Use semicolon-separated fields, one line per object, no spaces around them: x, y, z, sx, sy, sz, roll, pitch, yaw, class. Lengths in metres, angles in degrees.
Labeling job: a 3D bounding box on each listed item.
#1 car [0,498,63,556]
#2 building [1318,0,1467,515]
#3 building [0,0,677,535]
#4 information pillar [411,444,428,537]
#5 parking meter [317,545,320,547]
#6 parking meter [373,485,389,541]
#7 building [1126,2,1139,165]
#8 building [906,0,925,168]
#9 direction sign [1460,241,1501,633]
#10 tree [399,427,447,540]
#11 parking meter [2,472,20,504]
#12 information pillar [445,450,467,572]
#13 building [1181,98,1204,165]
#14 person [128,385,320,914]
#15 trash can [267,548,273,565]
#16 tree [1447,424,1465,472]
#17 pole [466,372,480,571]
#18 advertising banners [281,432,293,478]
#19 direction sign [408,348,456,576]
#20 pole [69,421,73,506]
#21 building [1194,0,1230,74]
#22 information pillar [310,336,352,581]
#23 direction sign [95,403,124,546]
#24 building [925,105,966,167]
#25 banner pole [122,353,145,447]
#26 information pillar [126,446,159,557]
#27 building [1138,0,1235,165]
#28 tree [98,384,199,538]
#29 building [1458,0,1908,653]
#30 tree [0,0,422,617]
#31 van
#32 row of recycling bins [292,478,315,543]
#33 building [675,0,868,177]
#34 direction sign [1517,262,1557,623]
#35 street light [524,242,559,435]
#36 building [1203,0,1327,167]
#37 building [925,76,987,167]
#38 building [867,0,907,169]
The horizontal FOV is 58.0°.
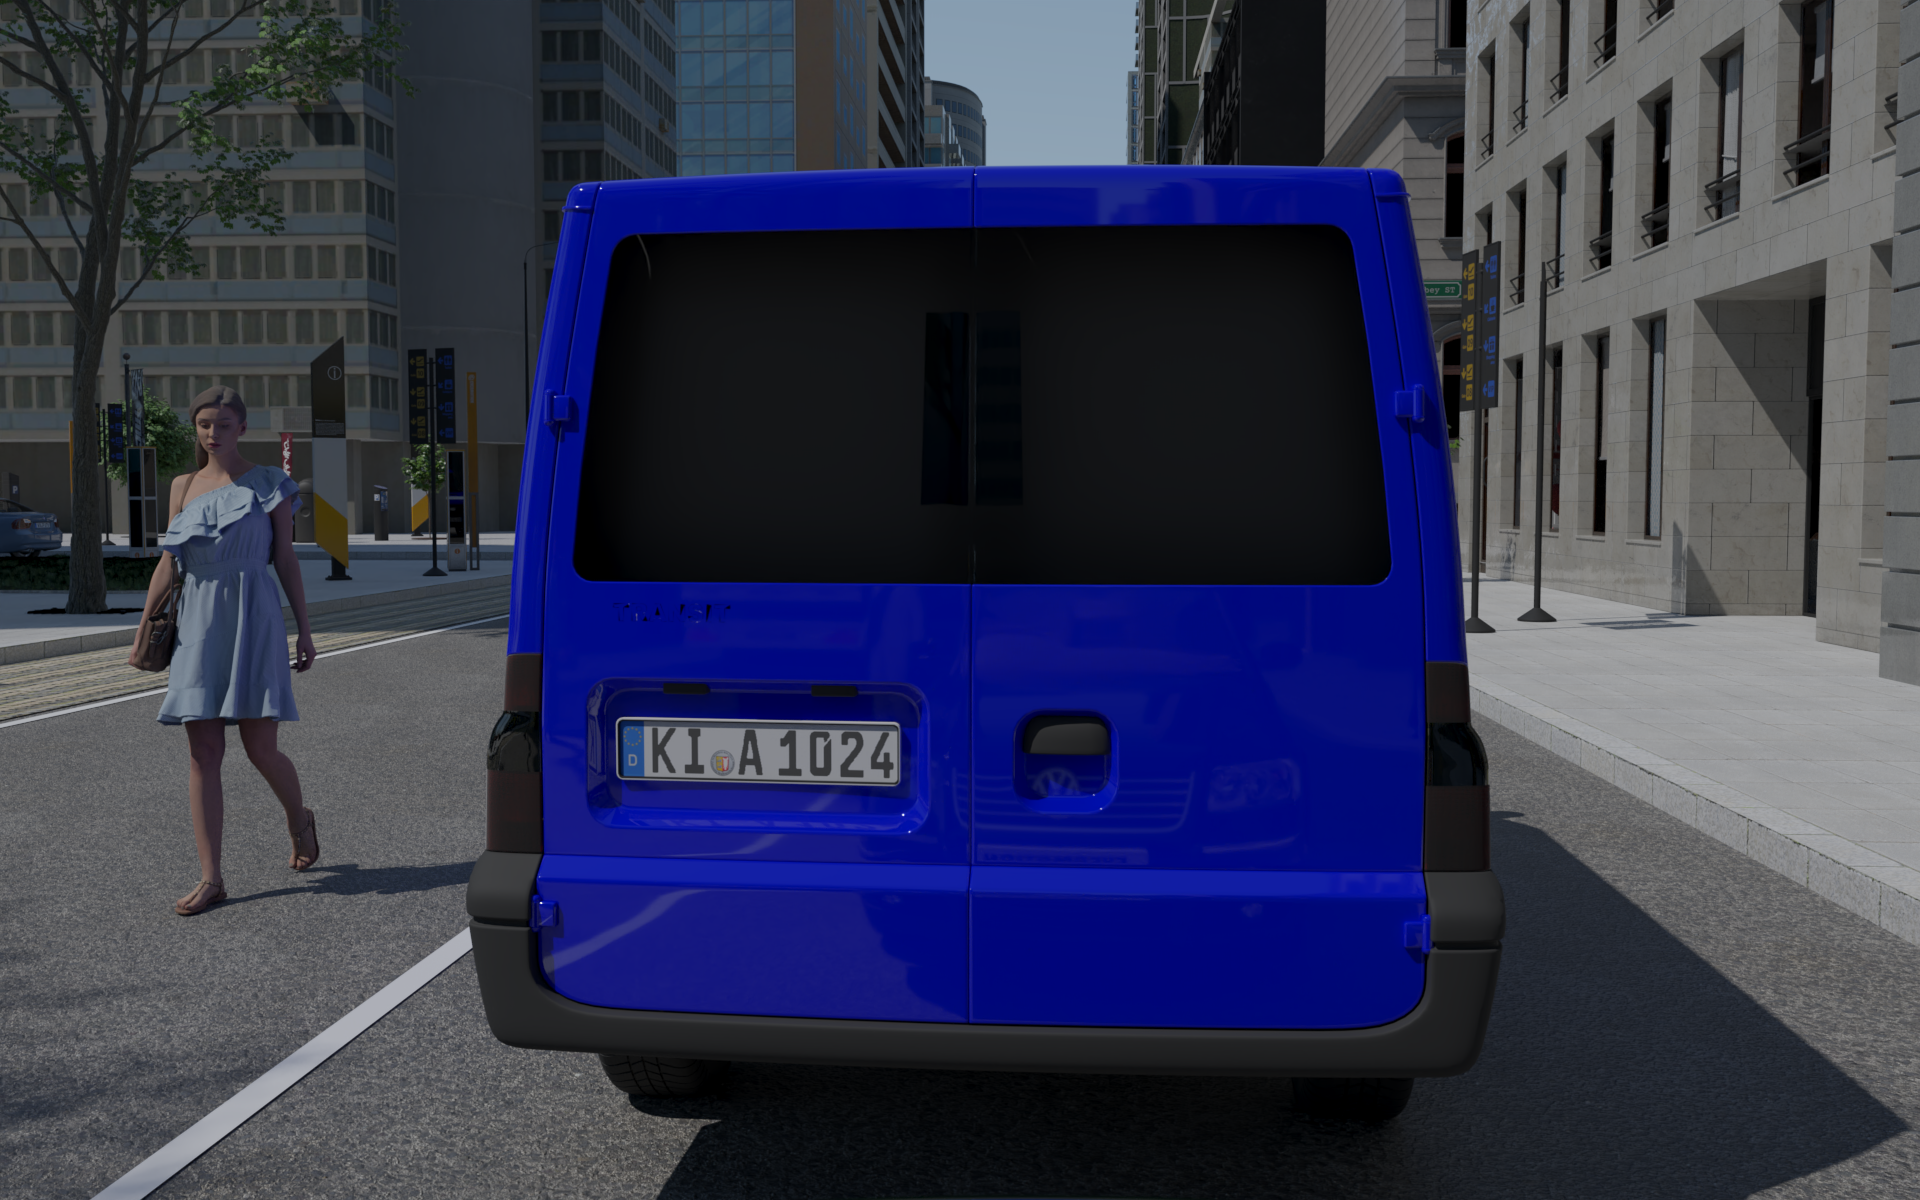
-21.181;-1.476;36.129;4.499;1.417;2.014;0;4;4;car
21.616;-15.760;45.064;23.554;28.519;14.401;0;4;4;building
-24.063;-22.805;64.743;32.217;40.220;23.993;0;4;4;building
-16.356;-3.731;52.359;0.504;3.616;0.183;-2;4;-30;information pillar
-15.300;-2.038;41.730;0.372;1.533;0.369;0;3;0;parking meter
-15.870;-2.389;47.478;0.372;1.533;0.369;0;3;0;parking meter
33.417;-57.638;255.046;22.319;86.520;31.000;0;4;4;building
-11.741;-44.546;166.578;20.563;71.187;20.611;0;4;4;building
4.787;-1.469;16.009;0.379;3.537;0.876;0;4;-4;direction sign
-15.049;-3.319;48.870;1.663;3.219;1.824;0;3;0;tree
-25.539;-2.504;46.647;0.255;1.863;0.399;1;4;8;parking meter
-8.367;-1.484;28.752;0.304;2.012;0.304;-1;4;-20;information pillar
15.872;-14.224;81.711;9.793;20.994;18.267;0;4;4;building
-2.628;0.146;6.200;0.616;1.811;0.778;0;4;7;person
-12.798;-1.220;31.597;0.748;1.137;0.748;0;3;0;trash can
6.402;-1.855;24.925;1.663;3.219;1.824;0;3;0;tree
-8.170;-2.153;29.049;0.158;3.312;0.155;0;3;0;pole
-19.728;-3.266;49.594;2.074;3.025;0.090;2;4;33;advertising banners
-8.224;-2.143;27.028;0.876;3.537;0.379;1;4;23;direction sign
-24.705;-3.330;48.297;0.158;3.312;0.155;0;3;0;pole
30.607;-26.767;129.515;32.217;40.220;23.993;0;4;4;building
-9.312;-2.096;25.621;0.504;3.616;0.183;-3;4;-38;information pillar
-21.321;-3.133;43.220;0.876;3.537;0.379;-3;5;-43;direction sign
-10.715;-36.471;215.902;23.786;49.044;30.456;0;4;4;building
-14.588;-2.484;30.634;0.863;3.779;0.401;3;5;41;banner pole
-12.674;-1.368;26.865;0.304;2.012;0.304;1;4;17;information pillar
30.458;-47.519;215.179;20.563;71.187;20.611;0;4;4;building
-24.237;-4.135;51.317;4.285;4.588;4.351;0;3;0;tree
12.992;-10.090;19.729;10.420;20.320;16.860;0;4;4;building
-9.242;-5.664;18.357;9.928;11.665;9.643;0;3;0;tree
0.263;-0.080;5.697;2.240;2.365;5.245;0;4;5;van
-18.276;-2.392;46.228;3.534;1.692;1.069;2;4;30;row of recycling bins
-12.598;-27.014;91.790;14.600;45.320;14.200;0;4;4;building
5.820;-1.552;17.369;0.379;3.537;0.876;1;4;19;direction sign
-7.334;-3.605;31.476;1.470;5.913;1.316;0;4;4;street light
15.666;-14.292;63.345;12.332;23.373;15.834;0;4;4;building
-7.451;-43.049;245.841;21.231;58.520;28.212;0;4;4;building
-15.445;-30.697;125.599;21.300;48.544;21.600;0;4;4;building
